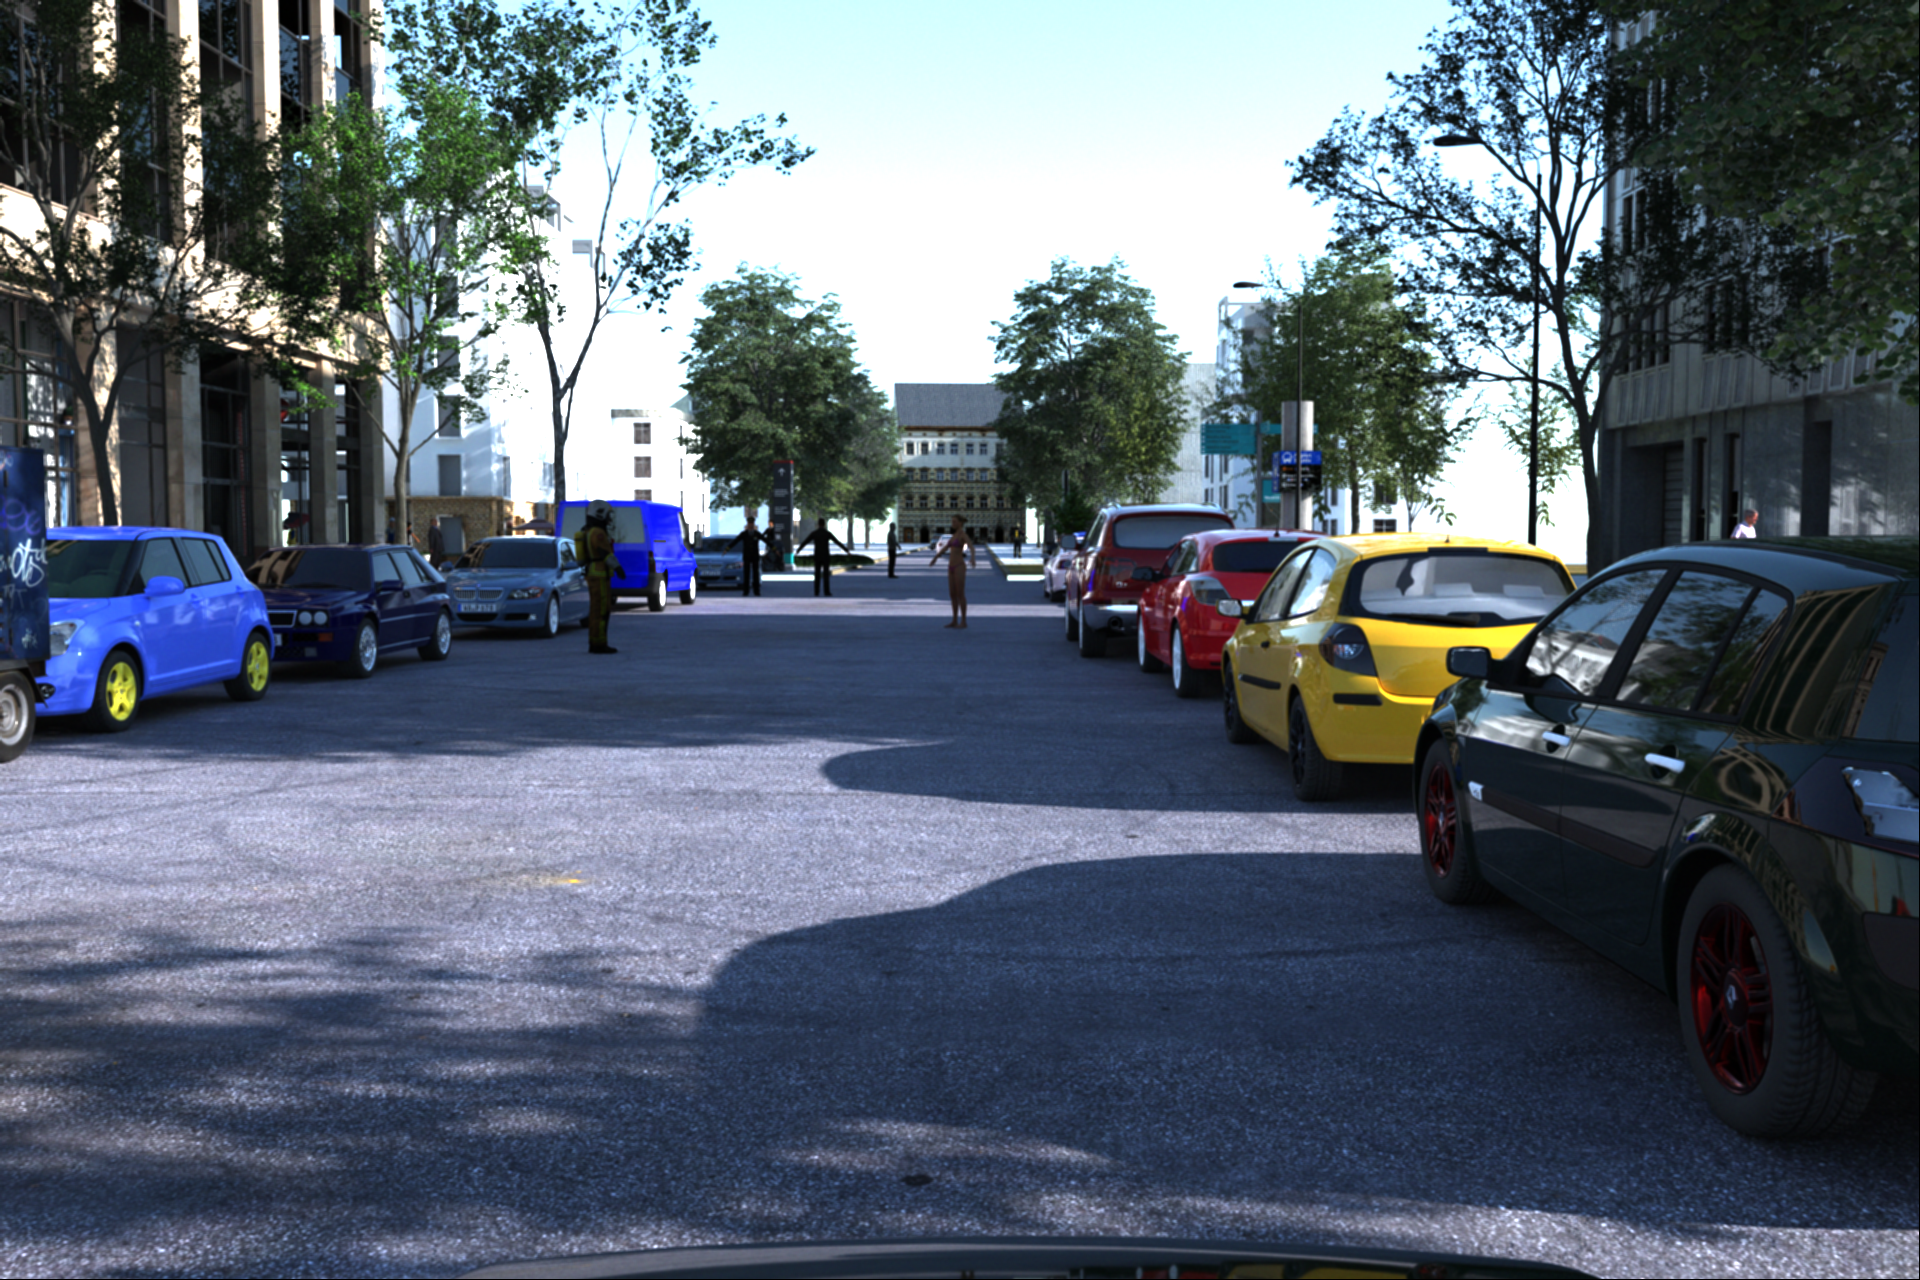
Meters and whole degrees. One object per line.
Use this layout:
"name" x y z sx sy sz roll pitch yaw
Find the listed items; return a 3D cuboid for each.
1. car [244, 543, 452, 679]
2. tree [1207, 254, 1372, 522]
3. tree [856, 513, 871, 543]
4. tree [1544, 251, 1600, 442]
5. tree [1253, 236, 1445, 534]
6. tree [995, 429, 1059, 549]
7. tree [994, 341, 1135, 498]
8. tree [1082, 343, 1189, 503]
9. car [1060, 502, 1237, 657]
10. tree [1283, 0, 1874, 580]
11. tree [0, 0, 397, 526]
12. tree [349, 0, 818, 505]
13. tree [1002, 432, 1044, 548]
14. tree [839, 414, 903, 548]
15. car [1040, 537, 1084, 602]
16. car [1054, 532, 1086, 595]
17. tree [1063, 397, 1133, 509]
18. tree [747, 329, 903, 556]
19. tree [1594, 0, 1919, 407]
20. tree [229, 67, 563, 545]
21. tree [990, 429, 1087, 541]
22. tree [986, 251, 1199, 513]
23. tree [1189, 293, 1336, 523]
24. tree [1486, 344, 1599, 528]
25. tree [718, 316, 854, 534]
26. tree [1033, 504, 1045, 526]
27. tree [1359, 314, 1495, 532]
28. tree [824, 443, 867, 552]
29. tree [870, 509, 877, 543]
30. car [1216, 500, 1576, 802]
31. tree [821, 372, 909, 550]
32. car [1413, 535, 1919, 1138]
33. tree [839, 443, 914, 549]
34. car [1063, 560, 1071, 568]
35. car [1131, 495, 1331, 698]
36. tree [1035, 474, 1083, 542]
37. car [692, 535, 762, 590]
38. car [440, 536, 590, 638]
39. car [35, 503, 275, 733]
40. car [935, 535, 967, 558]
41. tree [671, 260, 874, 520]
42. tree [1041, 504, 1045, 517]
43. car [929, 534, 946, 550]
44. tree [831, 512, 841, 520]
"car" -6.714 -0.354 18.376 1.945 1.354 3.894 0 4 0
"tree" 8.748 -5.771 44.710 4.737 8.622 4.395 0 3 0
"tree" -13.090 -18.047 245.424 4.737 8.622 4.395 0 3 0
"tree" 24.022 -8.179 59.476 9.928 11.665 9.643 0 3 0
"tree" 14.841 -9.079 66.570 7.486 12.596 7.792 0 3 0
"tree" 6.844 -12.702 142.095 8.767 10.594 7.601 1 4 10
"tree" 7.282 -12.174 109.408 12.009 13.543 11.850 0 3 0
"tree" 6.914 -7.066 65.884 4.737 8.622 4.395 0 3 0
"car" 2.417 -0.793 21.644 2.281 1.827 5.304 0 4 1
"tree" 9.327 -5.569 25.468 8.767 10.594 7.601 -1 4 -13
"tree" -12.357 -5.536 24.922 8.767 10.594 7.601 -3 5 -44
"tree" -11.179 -12.002 52.130 12.611 20.169 13.585 0 3 0
"tree" 6.943 -14.007 154.772 9.928 11.665 9.643 0 3 0
"tree" -8.805 -14.817 160.380 7.486 12.596 7.792 0 3 0
"car" 2.823 -1.559 37.846 2.083 1.381 4.827 0 4 0
"car" 3.289 -1.997 42.238 1.945 1.707 3.694 0 4 0
"tree" 6.399 -8.419 88.013 4.360 8.622 3.978 0 3 0
"tree" -8.212 -11.724 102.054 12.009 13.543 11.850 0 3 0
"tree" 9.192 -6.493 12.810 9.857 13.997 8.962 0 3 0
"tree" -12.597 -6.931 39.080 9.928 11.665 9.643 0 3 0
"tree" 6.782 -12.135 132.815 8.767 10.594 7.601 -2 4 -35
"tree" 5.817 -10.438 77.320 9.857 13.997 8.962 0 3 0
"tree" 9.653 -6.235 52.305 4.360 8.622 3.978 0 3 0
"tree" 22.677 -7.158 67.399 4.737 8.622 4.395 0 3 0
"tree" -9.341 -10.561 90.799 7.486 12.596 7.792 0 3 0
"tree" 14.356 -20.411 251.841 7.486 12.596 7.792 0 3 0
"tree" 15.169 -6.552 57.480 4.737 8.622 4.395 0 3 0
"tree" -8.282 -10.469 121.528 4.360 8.622 3.978 0 3 0
"tree" -12.331 -18.406 251.296 4.360 8.622 3.978 0 3 0
"car" 2.665 -0.029 10.695 2.015 1.641 3.980 0 4 1
"tree" -8.673 -14.085 136.945 9.857 13.997 8.962 0 3 0
"car" 2.694 0.262 5.500 2.009 1.686 4.222 0 4 1
"tree" -8.118 -13.257 151.156 8.767 10.594 7.601 0 4 2
"car" 2.713 -0.920 27.396 2.083 1.381 4.827 0 4 -1
"car" 2.767 -0.465 16.639 2.155 1.783 4.494 0 4 0
"tree" 6.669 -10.403 120.444 4.737 8.622 4.395 0 3 0
"car" -6.280 -2.064 45.751 2.014 1.417 4.499 0 4 1
"car" -6.437 -0.814 25.316 2.014 1.417 4.499 0 4 0
"car" -6.877 -0.246 13.617 1.945 1.707 3.694 0 4 1
"car" -0.524 -5.771 106.713 2.083 1.381 4.827 0 4 0
"tree" -8.640 -10.595 79.882 9.857 13.997 8.962 0 3 0
"tree" 13.324 -17.987 244.443 4.737 8.622 4.395 0 3 0
"car" -1.771 -8.934 155.851 2.009 1.686 4.222 0 4 1
"tree" -19.984 -19.135 247.268 7.601 10.594 8.767 0 4 -8
